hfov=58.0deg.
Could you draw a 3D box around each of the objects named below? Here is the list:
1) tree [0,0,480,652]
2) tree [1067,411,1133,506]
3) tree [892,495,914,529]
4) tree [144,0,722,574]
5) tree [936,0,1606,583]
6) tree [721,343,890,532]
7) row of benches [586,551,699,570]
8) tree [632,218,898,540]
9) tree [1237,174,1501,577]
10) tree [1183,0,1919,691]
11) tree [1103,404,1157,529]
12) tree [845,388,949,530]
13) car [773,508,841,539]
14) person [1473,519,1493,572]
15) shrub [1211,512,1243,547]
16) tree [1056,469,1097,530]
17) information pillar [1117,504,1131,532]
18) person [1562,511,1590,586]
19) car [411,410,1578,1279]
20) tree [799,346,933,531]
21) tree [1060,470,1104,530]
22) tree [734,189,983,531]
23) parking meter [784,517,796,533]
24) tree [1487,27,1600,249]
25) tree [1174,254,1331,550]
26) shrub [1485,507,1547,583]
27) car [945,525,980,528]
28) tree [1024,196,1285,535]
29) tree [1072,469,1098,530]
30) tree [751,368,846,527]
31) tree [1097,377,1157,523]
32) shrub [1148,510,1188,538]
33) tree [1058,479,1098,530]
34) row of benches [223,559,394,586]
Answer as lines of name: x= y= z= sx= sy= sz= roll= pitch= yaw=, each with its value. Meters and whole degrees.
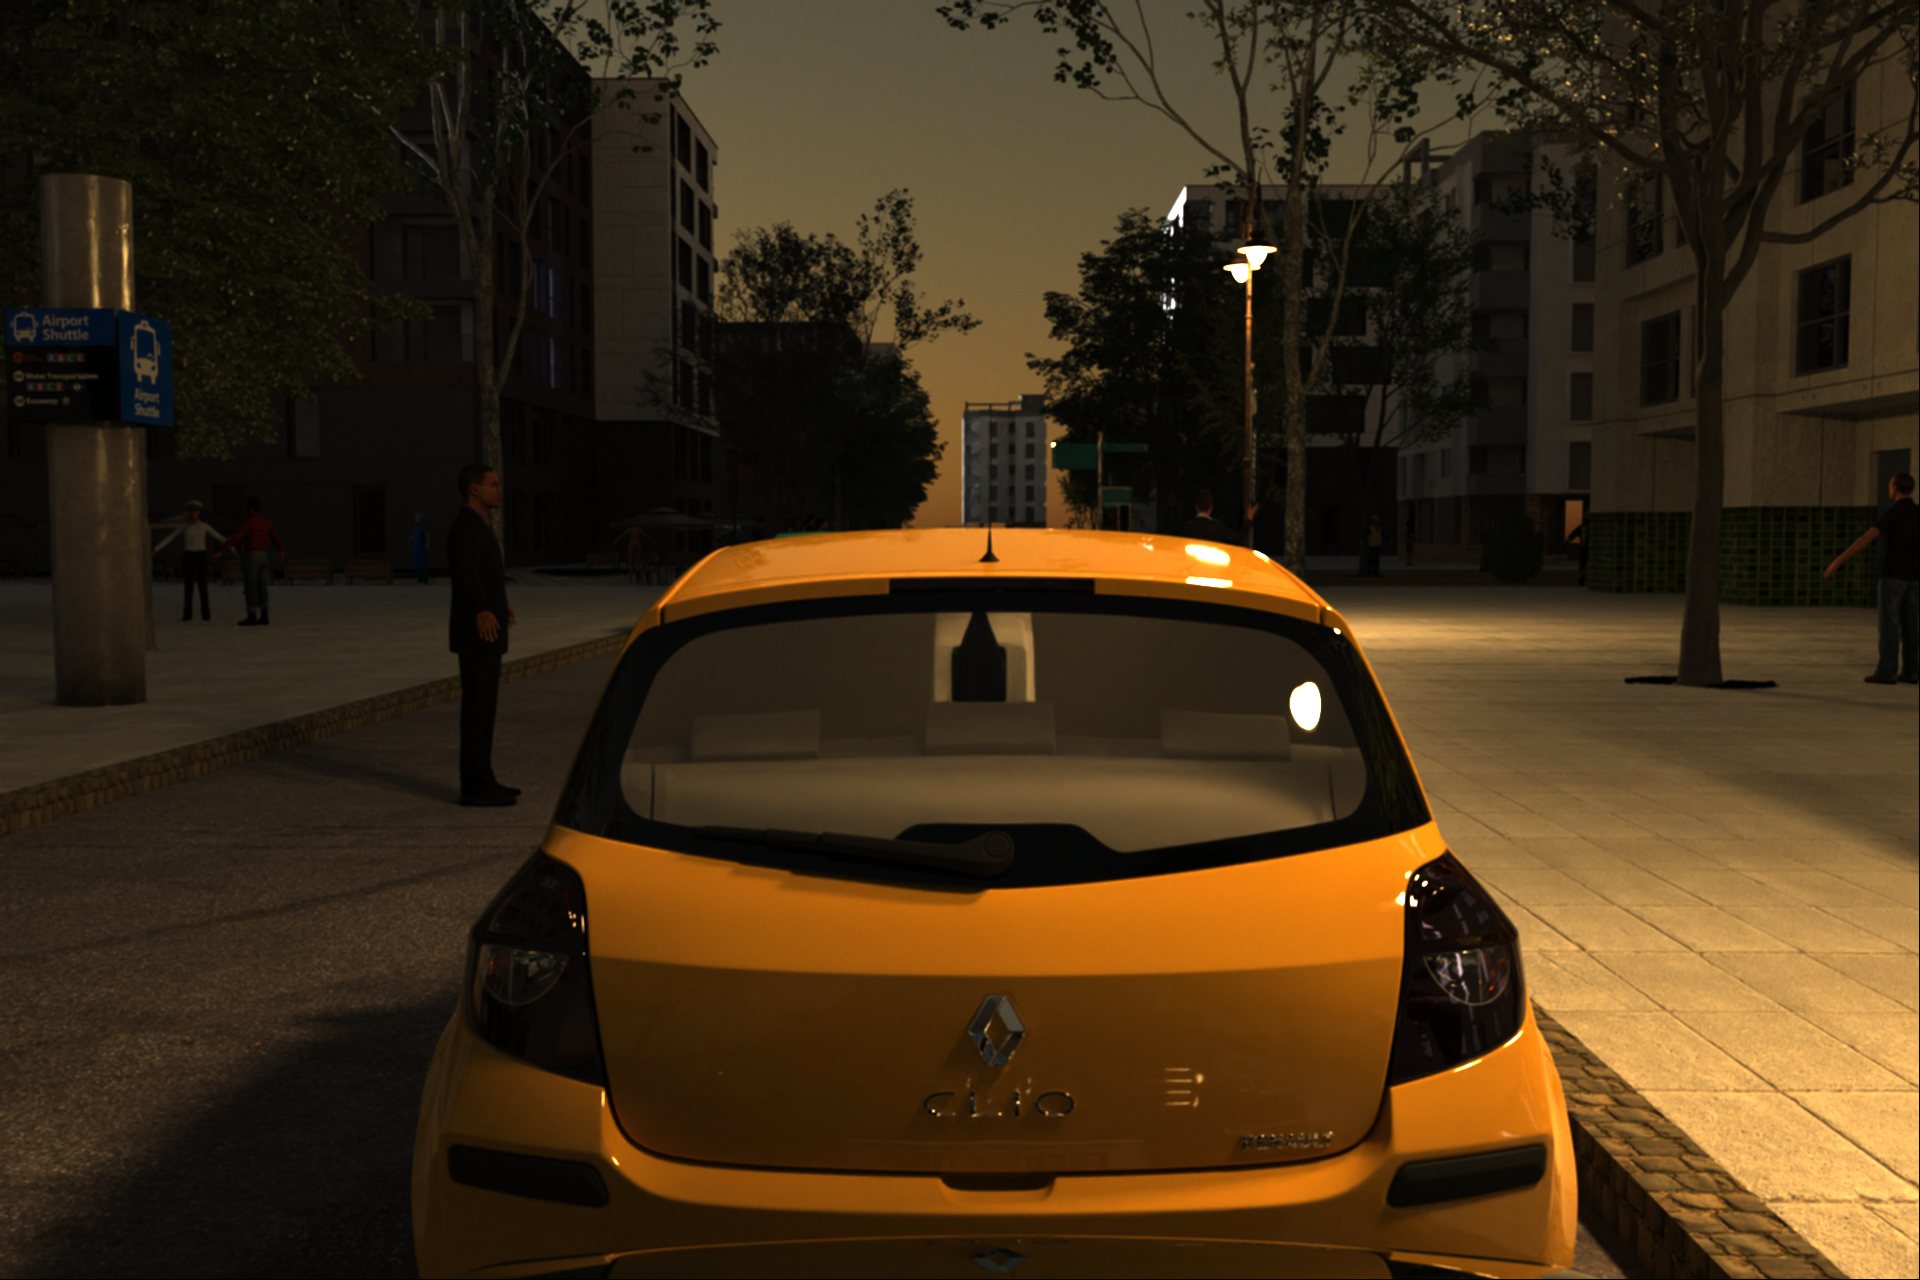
tree: x=-9.249 y=-6.170 z=19.012 sx=7.486 sy=12.596 sz=7.792 roll=0 pitch=3 yaw=0
tree: x=8.360 y=-8.958 z=96.825 sx=4.737 sy=8.622 sz=4.395 roll=0 pitch=3 yaw=0
tree: x=-5.486 y=-12.149 z=149.001 sx=4.737 sy=8.622 sz=4.395 roll=0 pitch=3 yaw=0
tree: x=-9.978 y=-10.765 z=31.904 sx=12.611 sy=20.169 sz=13.585 roll=0 pitch=3 yaw=0
tree: x=5.651 y=-10.806 z=32.571 sx=12.611 sy=20.169 sz=13.585 roll=0 pitch=3 yaw=0
tree: x=-7.559 y=-9.156 z=84.110 sx=8.767 sy=10.594 sz=7.601 roll=0 pitch=4 yaw=0
row of benches: x=-11.261 y=-2.843 z=61.947 sx=4.104 sy=0.672 sz=1.422 roll=0 pitch=4 yaw=4
tree: x=-7.540 y=-9.637 z=67.941 sx=12.009 sy=13.543 sz=11.850 roll=0 pitch=3 yaw=0
tree: x=12.053 y=-7.692 z=51.520 sx=9.928 sy=11.665 sz=9.643 roll=0 pitch=3 yaw=0
tree: x=6.281 y=-6.348 z=14.163 sx=12.009 sy=13.543 sz=11.850 roll=0 pitch=3 yaw=0
tree: x=8.118 y=-8.444 z=88.420 sx=4.360 sy=8.622 sz=3.978 roll=0 pitch=3 yaw=0
tree: x=-5.693 y=-14.262 z=139.840 sx=9.857 sy=13.997 sz=8.962 roll=0 pitch=3 yaw=0
car: x=-1.822 y=-0.859 z=22.842 sx=1.959 sy=1.807 sz=4.718 roll=0 pitch=4 yaw=1
person: x=17.933 y=-3.229 z=59.059 sx=1.348 sy=1.796 sz=0.705 roll=-2 pitch=4 yaw=-31
shrub: x=8.747 y=-3.286 z=58.152 sx=1.690 sy=2.028 sz=1.600 roll=0 pitch=3 yaw=0
tree: x=9.713 y=-11.679 z=141.315 sx=4.360 sy=8.622 sz=3.978 roll=0 pitch=3 yaw=0
information pillar: x=3.990 y=-2.307 z=42.209 sx=0.304 sy=2.012 sz=0.304 roll=0 pitch=4 yaw=1
person: x=15.438 y=-2.250 z=42.574 sx=1.354 sy=1.856 sz=0.705 roll=3 pitch=5 yaw=42
car: x=0.050 y=0.371 z=4.163 sx=2.015 sy=1.641 sz=3.980 roll=0 pitch=3 yaw=0
tree: x=-6.483 y=-12.903 z=117.621 sx=9.857 sy=13.997 sz=8.962 roll=0 pitch=3 yaw=0
tree: x=9.241 y=-10.984 z=129.949 sx=4.737 sy=8.622 sz=4.395 roll=0 pitch=3 yaw=0
tree: x=-5.543 y=-14.598 z=94.565 sx=12.611 sy=20.169 sz=13.585 roll=0 pitch=3 yaw=0
parking meter: x=-5.957 y=-3.372 z=60.839 sx=0.399 sy=1.863 sz=0.255 roll=0 pitch=4 yaw=3
tree: x=25.562 y=-12.605 z=61.984 sx=12.611 sy=20.169 sz=13.585 roll=0 pitch=3 yaw=0
tree: x=7.620 y=-5.792 z=45.068 sx=4.737 sy=8.622 sz=4.395 roll=0 pitch=3 yaw=0
shrub: x=14.672 y=-2.530 z=45.782 sx=1.690 sy=2.028 sz=1.600 roll=0 pitch=3 yaw=0
car: x=0.124 y=-3.892 z=72.309 sx=2.281 sy=1.827 sz=5.304 roll=0 pitch=4 yaw=2
tree: x=7.577 y=-9.716 z=65.516 sx=9.857 sy=13.997 sz=8.962 roll=0 pitch=3 yaw=0
tree: x=8.562 y=-9.671 z=108.489 sx=4.737 sy=8.622 sz=4.395 roll=0 pitch=3 yaw=0
tree: x=-7.206 y=-7.717 z=76.529 sx=4.737 sy=8.622 sz=4.395 roll=0 pitch=3 yaw=0
tree: x=8.003 y=-8.066 z=82.236 sx=4.737 sy=8.622 sz=4.395 roll=0 pitch=3 yaw=0
shrub: x=6.209 y=-2.841 z=50.862 sx=1.690 sy=2.028 sz=1.600 roll=0 pitch=3 yaw=0
tree: x=18.409 y=-19.987 z=237.163 sx=12.009 sy=13.543 sz=11.850 roll=0 pitch=3 yaw=0
row of benches: x=-16.328 y=-1.698 z=43.222 sx=4.104 sy=0.672 sz=1.422 roll=-1 pitch=4 yaw=-9
